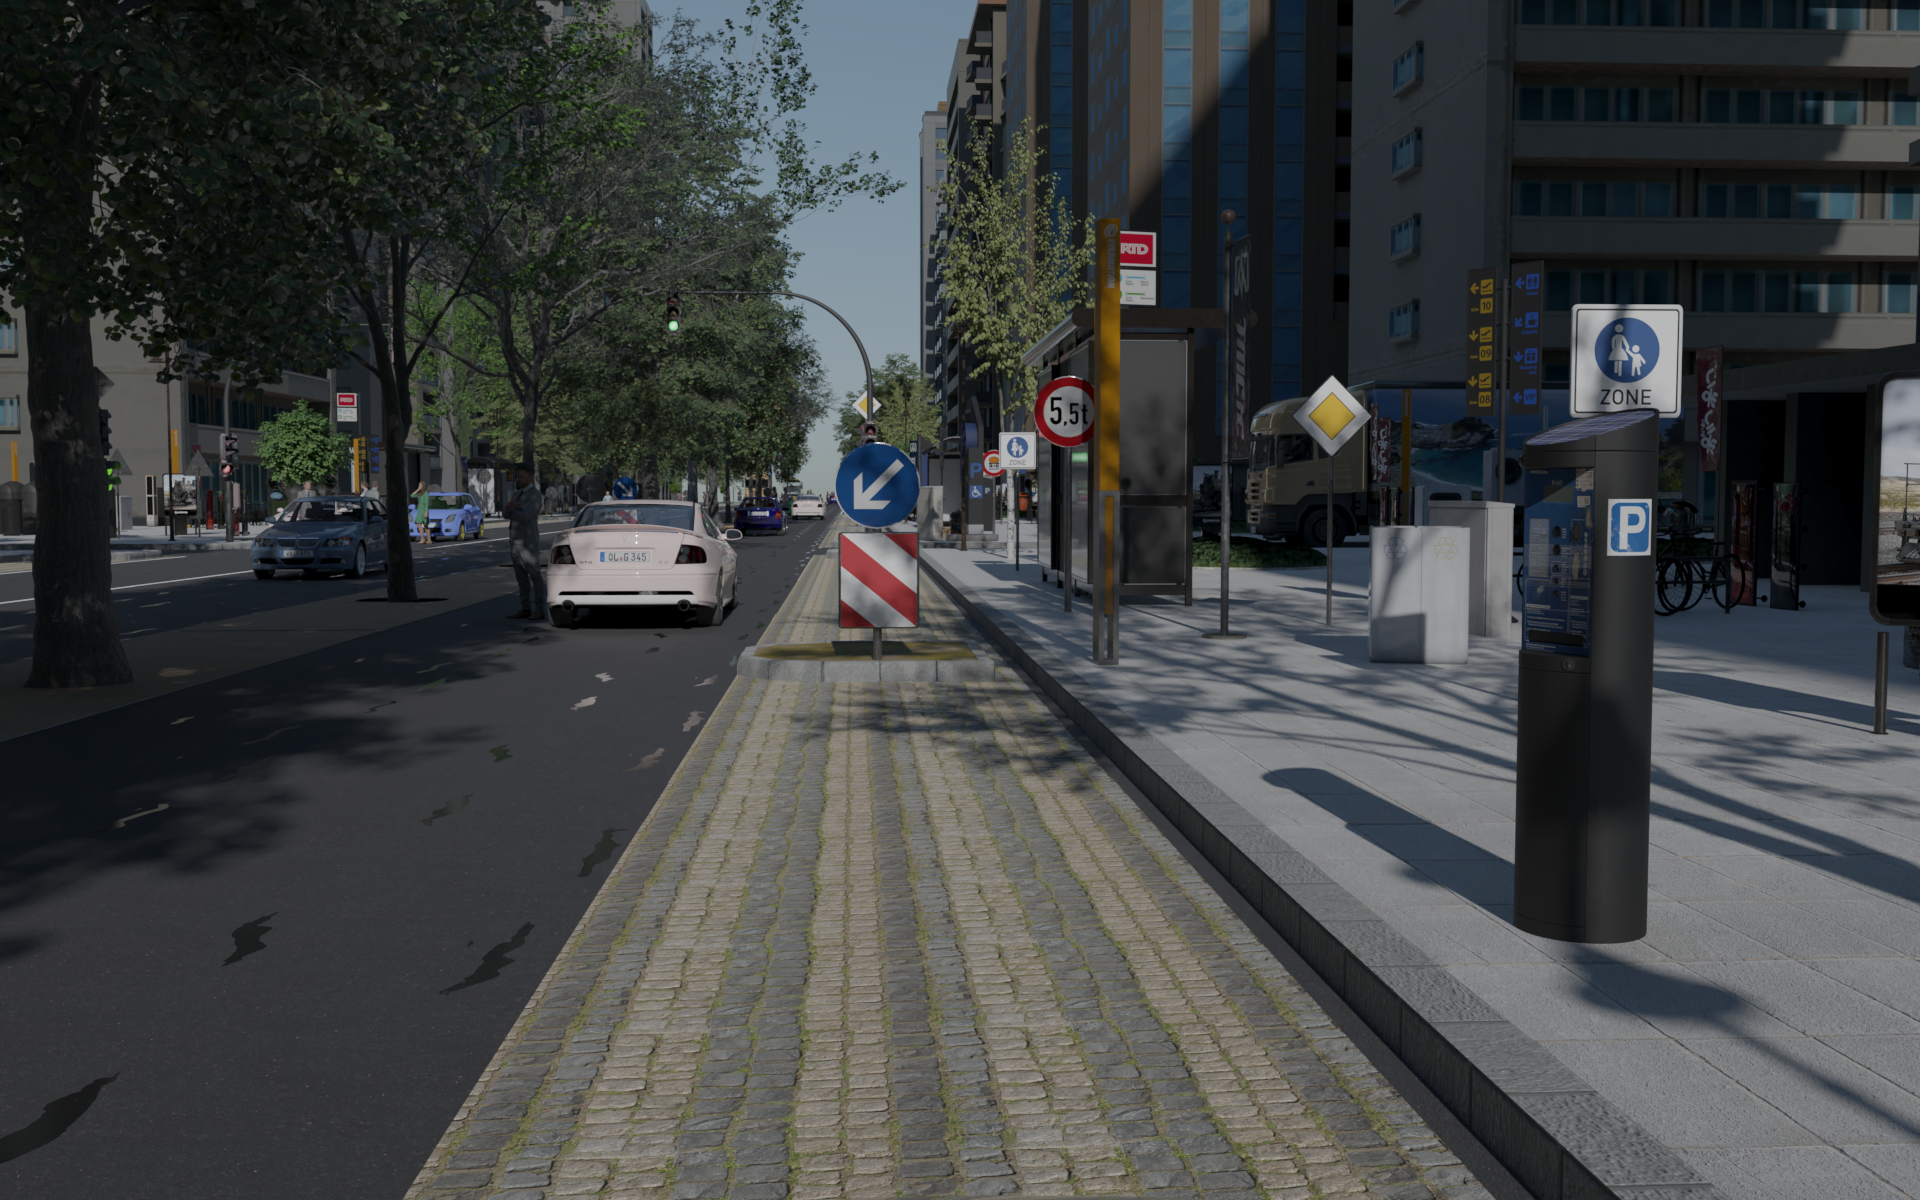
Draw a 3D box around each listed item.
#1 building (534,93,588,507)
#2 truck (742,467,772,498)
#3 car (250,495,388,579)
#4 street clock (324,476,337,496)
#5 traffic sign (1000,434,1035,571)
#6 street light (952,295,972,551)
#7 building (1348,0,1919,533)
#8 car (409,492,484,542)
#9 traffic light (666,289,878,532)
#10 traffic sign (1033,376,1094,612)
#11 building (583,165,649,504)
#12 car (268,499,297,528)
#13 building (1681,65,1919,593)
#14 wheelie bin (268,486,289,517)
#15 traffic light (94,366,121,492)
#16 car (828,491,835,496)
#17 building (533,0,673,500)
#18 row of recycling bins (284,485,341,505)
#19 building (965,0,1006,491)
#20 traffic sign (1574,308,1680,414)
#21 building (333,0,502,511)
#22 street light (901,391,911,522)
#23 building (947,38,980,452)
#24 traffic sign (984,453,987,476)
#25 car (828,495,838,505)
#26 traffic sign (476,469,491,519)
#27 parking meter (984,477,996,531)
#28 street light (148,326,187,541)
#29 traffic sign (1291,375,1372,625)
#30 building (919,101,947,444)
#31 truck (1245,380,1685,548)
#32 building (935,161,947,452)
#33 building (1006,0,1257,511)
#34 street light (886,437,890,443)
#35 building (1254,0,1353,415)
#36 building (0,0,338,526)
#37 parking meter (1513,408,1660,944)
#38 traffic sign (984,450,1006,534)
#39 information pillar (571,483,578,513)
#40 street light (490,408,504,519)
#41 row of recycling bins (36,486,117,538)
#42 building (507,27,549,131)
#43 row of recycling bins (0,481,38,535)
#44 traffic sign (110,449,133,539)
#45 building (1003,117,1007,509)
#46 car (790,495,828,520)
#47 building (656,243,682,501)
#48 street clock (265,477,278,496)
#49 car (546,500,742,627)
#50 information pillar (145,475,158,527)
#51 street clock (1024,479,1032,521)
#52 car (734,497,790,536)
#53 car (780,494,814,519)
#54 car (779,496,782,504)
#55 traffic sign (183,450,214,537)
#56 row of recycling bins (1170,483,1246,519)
[{"bbox_3d":[-44.967,-29.749,169.984,14.154,41.232,14.086,0,4,-4],"label":"building"},{"bbox_3d":[-20.026,-11.199,172.014,2.839,4.237,11.283,0,4,-5],"label":"truck"},{"bbox_3d":[-11.152,-1.149,30.785,2.014,1.417,4.499,0,4,-5],"label":"car"},{"bbox_3d":[-25.423,-4.001,69.978,0.471,2.002,0.358,-1,4,-9],"label":"street clock"},{"bbox_3d":[0.959,-1.636,28.876,0.606,2.300,0.079,0,4,6],"label":"traffic sign"},{"bbox_3d":[0.084,-4.041,38.859,0.468,5.910,1.993,0,4,-4],"label":"street light"},{"bbox_3d":[26.521,-27.025,65.557,21.600,48.544,21.300,0,4,-4],"label":"building"},{"bbox_3d":[-15.864,-2.672,53.275,1.945,1.707,3.694,0,4,-2],"label":"car"},{"bbox_3d":[-4.134,-3.924,38.822,4.771,5.953,1.251,0,4,-4],"label":"traffic light"},{"bbox_3d":[1.177,-1.143,18.797,0.768,2.556,0.104,0,4,1],"label":"traffic sign"},{"bbox_3d":[-51.653,-34.916,225.498,22.147,44.769,28.867,0,4,-4],"label":"building"},{"bbox_3d":[-19.687,-2.492,53.103,2.083,1.381,4.827,0,4,-4],"label":"car"},{"bbox_3d":[21.946,-21.940,13.340,22.147,44.769,28.867,0,4,-4],"label":"building"},{"bbox_3d":[-26.154,-3.581,66.451,0.693,1.594,0.980,-3,4,-36],"label":"wheelie bin"},{"bbox_3d":[-18.930,-3.004,38.035,0.839,4.253,0.868,0,4,-4],"label":"traffic light"},{"bbox_3d":[-17.394,-14.364,243.526,2.281,1.827,5.304,0,4,-2],"label":"car"},{"bbox_3d":[-52.493,-49.619,249.518,20.563,71.187,20.611,0,4,-4],"label":"building"},{"bbox_3d":[-28.324,-4.213,76.000,1.069,1.692,3.534,1,4,14],"label":"row of recycling bins"},{"bbox_3d":[11.852,-30.536,153.887,22.147,44.769,28.867,0,4,-4],"label":"building"},{"bbox_3d":[3.601,-0.448,9.448,0.606,2.300,0.079,0,4,-3],"label":"traffic sign"},{"bbox_3d":[-41.328,-27.124,127.073,14.154,41.232,14.086,0,4,-4],"label":"building"},{"bbox_3d":[-2.441,-6.442,78.115,0.468,5.910,1.993,0,4,-4],"label":"street light"},{"bbox_3d":[9.842,-33.956,178.882,21.300,48.544,21.600,0,4,-4],"label":"building"},{"bbox_3d":[0.574,-3.204,52.484,0.768,2.556,0.104,0,4,4],"label":"traffic sign"},{"bbox_3d":[-16.356,-12.998,225.100,1.945,1.354,3.894,0,4,-5],"label":"car"},{"bbox_3d":[-24.148,-5.365,87.828,0.768,2.556,0.104,0,4,-2],"label":"traffic sign"},{"bbox_3d":[1.005,-3.305,59.744,0.399,1.863,0.255,1,4,23],"label":"parking meter"},{"bbox_3d":[-21.577,-4.555,47.255,0.468,5.910,1.993,0,4,-4],"label":"street light"},{"bbox_3d":[3.609,-0.961,16.892,0.795,2.450,0.064,0,4,-3],"label":"traffic sign"},{"bbox_3d":[4.333,-44.338,266.927,21.231,58.520,28.212,0,4,-4],"label":"building"},{"bbox_3d":[12.361,-3.368,43.973,11.283,4.237,2.839,0,4,-3],"label":"truck"},{"bbox_3d":[8.046,-37.824,238.031,23.786,49.044,30.456,0,4,-4],"label":"building"},{"bbox_3d":[10.556,-28.416,114.715,14.600,45.320,14.200,0,4,-4],"label":"building"},{"bbox_3d":[-5.067,-9.117,121.844,0.468,5.910,1.993,0,4,-4],"label":"street light"},{"bbox_3d":[14.181,-26.659,85.993,14.600,45.320,14.200,0,4,-4],"label":"building"},{"bbox_3d":[-42.300,-27.758,77.544,21.300,48.544,21.600,0,4,-4],"label":"building"},{"bbox_3d":[1.830,0.204,5.073,0.372,1.533,0.369,0,3,0],"label":"parking meter"},{"bbox_3d":[0.985,-3.066,50.238,0.768,2.556,0.104,0,4,1],"label":"traffic sign"},{"bbox_3d":[-26.441,-6.994,118.848,0.304,2.012,0.304,1,4,17],"label":"information pillar"},{"bbox_3d":[-24.183,-7.208,90.638,0.468,5.910,1.993,0,4,-4],"label":"street light"},{"bbox_3d":[-25.909,-2.689,51.085,3.534,1.692,1.069,3,5,42],"label":"row of recycling bins"},{"bbox_3d":[-47.489,-30.180,148.062,22.147,44.769,28.867,0,4,-4],"label":"building"},{"bbox_3d":[-29.533,-2.919,54.841,3.534,1.692,1.069,1,4,12],"label":"row of recycling bins"},{"bbox_3d":[-24.022,-3.022,49.410,0.884,2.594,0.081,0,4,1],"label":"traffic sign"},{"bbox_3d":[10.092,-22.081,132.726,14.160,30.474,14.107,0,4,-4],"label":"building"},{"bbox_3d":[-8.354,-5.093,95.627,2.083,1.381,4.827,0,4,-4],"label":"car"},{"bbox_3d":[-50.952,-35.765,268.350,14.154,41.232,14.086,0,4,-4],"label":"building"},{"bbox_3d":[-29.582,-4.276,74.489,0.358,2.002,0.471,2,4,35],"label":"street clock"},{"bbox_3d":[-3.606,-0.473,20.102,2.083,1.381,4.827,0,4,-4],"label":"car"},{"bbox_3d":[-31.773,-3.889,68.085,0.304,2.012,0.304,0,4,1],"label":"information pillar"},{"bbox_3d":[3.291,-4.738,82.030,0.358,2.002,0.471,-3,5,-40],"label":"street clock"},{"bbox_3d":[-6.939,-2.927,60.429,1.945,1.354,3.894,0,4,-4],"label":"car"},{"bbox_3d":[-9.526,-5.494,101.633,2.131,1.459,4.920,0,4,-3],"label":"car"},{"bbox_3d":[-25.325,-14.626,251.720,1.945,1.354,3.894,0,4,-2],"label":"car"},{"bbox_3d":[-22.560,-3.138,51.312,0.884,2.594,0.081,0,4,-3],"label":"traffic sign"},{"bbox_3d":[9.354,-3.570,65.477,3.534,1.692,1.069,-2,4,-35],"label":"row of recycling bins"}]
